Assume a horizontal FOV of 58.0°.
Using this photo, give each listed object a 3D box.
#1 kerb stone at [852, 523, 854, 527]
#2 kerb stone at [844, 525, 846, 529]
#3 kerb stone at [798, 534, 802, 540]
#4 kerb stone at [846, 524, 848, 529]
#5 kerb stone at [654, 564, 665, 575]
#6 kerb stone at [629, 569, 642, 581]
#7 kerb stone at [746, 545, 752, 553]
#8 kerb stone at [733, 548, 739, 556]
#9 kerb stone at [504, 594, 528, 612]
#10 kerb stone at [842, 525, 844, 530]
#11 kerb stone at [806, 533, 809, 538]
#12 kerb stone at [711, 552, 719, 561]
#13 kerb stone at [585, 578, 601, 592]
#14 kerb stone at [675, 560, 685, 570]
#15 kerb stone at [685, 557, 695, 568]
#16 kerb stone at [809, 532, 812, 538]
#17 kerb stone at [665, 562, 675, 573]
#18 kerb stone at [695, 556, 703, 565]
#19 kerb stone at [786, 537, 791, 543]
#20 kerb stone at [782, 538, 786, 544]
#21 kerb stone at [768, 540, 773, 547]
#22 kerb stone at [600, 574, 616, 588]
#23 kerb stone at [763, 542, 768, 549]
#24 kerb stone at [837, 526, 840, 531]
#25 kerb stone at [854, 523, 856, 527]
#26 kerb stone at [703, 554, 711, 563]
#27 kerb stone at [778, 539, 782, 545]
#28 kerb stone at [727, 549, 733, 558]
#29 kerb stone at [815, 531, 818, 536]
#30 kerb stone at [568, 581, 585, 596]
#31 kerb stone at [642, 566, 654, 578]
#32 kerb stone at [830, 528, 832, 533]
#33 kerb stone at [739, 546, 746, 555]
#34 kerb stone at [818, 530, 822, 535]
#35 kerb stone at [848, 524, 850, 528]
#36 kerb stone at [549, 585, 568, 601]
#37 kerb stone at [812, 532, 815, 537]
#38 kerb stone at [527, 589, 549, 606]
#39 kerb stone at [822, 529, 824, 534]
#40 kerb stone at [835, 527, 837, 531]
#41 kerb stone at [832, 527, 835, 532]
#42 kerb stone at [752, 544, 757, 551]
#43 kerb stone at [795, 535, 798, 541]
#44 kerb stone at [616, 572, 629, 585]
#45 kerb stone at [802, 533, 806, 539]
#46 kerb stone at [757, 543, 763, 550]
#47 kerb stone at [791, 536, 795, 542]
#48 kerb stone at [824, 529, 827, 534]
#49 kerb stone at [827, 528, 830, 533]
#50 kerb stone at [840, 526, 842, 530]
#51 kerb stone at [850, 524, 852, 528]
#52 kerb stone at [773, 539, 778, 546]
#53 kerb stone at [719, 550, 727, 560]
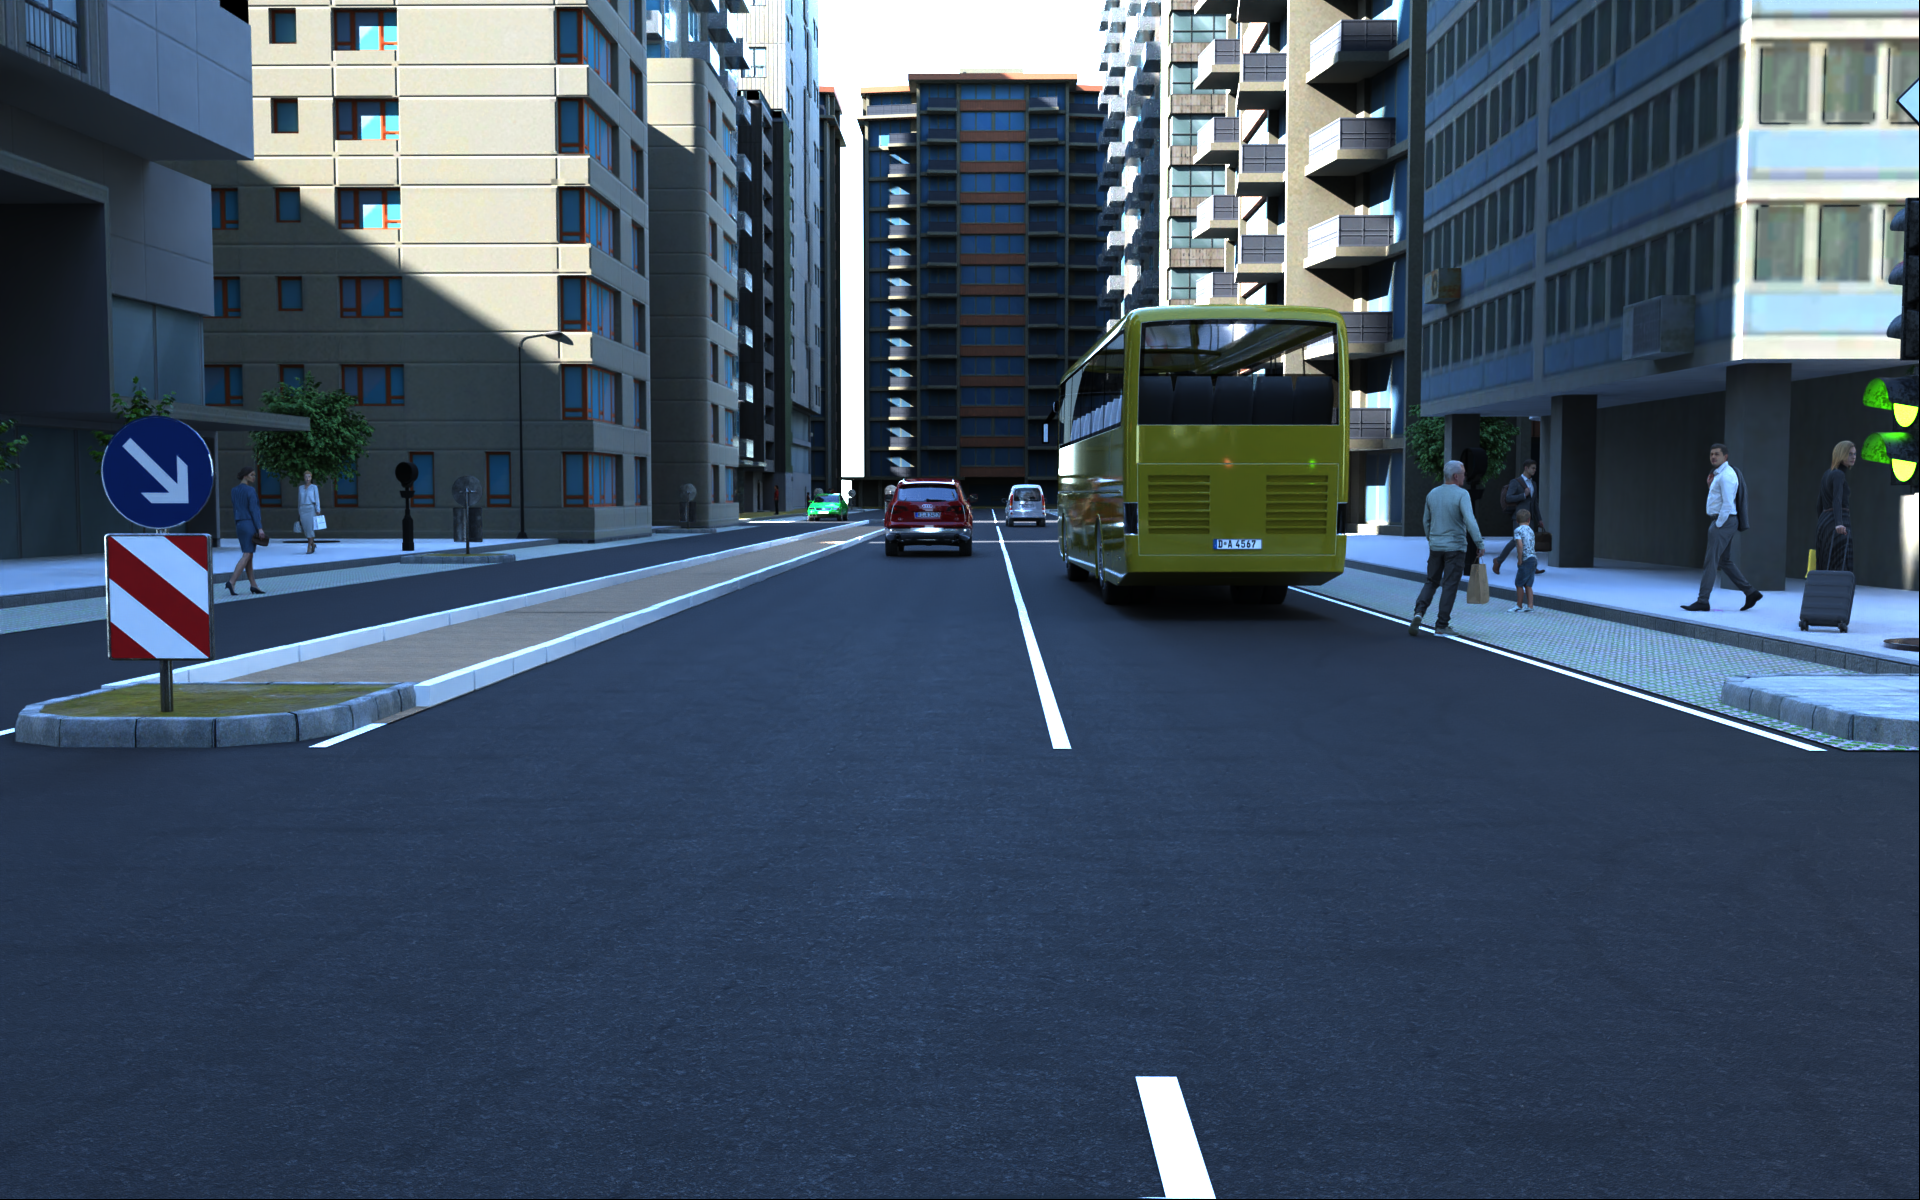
[{"bbox_3d":[-4.714,-3.146,73.647,0.120,0.150,1.000,0,4,1],"label":"kerb stone"},{"bbox_3d":[-4.773,-2.895,69.533,0.120,0.150,1.000,0,4,1],"label":"kerb stone"},{"bbox_3d":[-5.039,-1.881,53.151,0.120,0.150,1.000,0,4,1],"label":"kerb stone"},{"bbox_3d":[-4.750,-2.959,70.568,0.120,0.150,1.000,0,4,1],"label":"kerb stone"},{"bbox_3d":[-5.402,-0.512,30.576,0.120,0.150,1.000,0,4,1],"label":"kerb stone"},{"bbox_3d":[-5.436,-0.385,28.528,0.120,0.150,1.000,0,4,1],"label":"kerb stone"},{"bbox_3d":[-5.225,-1.203,41.861,0.120,0.150,1.000,0,4,1],"label":"kerb stone"},{"bbox_3d":[-5.259,-1.077,39.806,0.120,0.150,1.000,0,4,1],"label":"kerb stone"},{"bbox_3d":[-5.554,0.053,21.362,0.120,0.150,1.000,0,4,1],"label":"kerb stone"},{"bbox_3d":[-4.793,-2.830,68.511,0.120,0.150,1.000,0,4,1],"label":"kerb stone"},{"bbox_3d":[-5.002,-2.015,55.204,0.120,0.150,1.000,0,4,1],"label":"kerb stone"},{"bbox_3d":[-5.301,-0.887,36.736,0.120,0.150,1.000,0,4,1],"label":"kerb stone"},{"bbox_3d":[-5.482,-0.199,25.451,0.120,0.150,1.000,0,4,1],"label":"kerb stone"},{"bbox_3d":[-5.371,-0.638,32.627,0.120,0.150,1.000,0,4,1],"label":"kerb stone"},{"bbox_3d":[-5.351,-0.694,33.649,0.120,0.150,1.000,0,4,1],"label":"kerb stone"},{"bbox_3d":[-4.991,-2.081,56.226,0.120,0.150,1.000,0,4,1],"label":"kerb stone"},{"bbox_3d":[-5.388,-0.575,31.598,0.120,0.150,1.000,0,4,1],"label":"kerb stone"},{"bbox_3d":[-5.333,-0.764,34.679,0.120,0.150,1.000,0,4,1],"label":"kerb stone"},{"bbox_3d":[-5.088,-1.704,50.061,0.120,0.150,1.000,0,4,1],"label":"kerb stone"},{"bbox_3d":[-5.107,-1.642,49.036,0.120,0.150,1.000,0,4,1],"label":"kerb stone"},{"bbox_3d":[-5.165,-1.454,45.964,0.120,0.150,1.000,0,4,1],"label":"kerb stone"},{"bbox_3d":[-5.472,-0.262,26.473,0.120,0.150,1.000,0,4,1],"label":"kerb stone"},{"bbox_3d":[-5.169,-1.390,44.936,0.120,0.150,1.000,0,4,1],"label":"kerb stone"},{"bbox_3d":[-4.824,-2.708,66.467,0.120,0.150,1.000,0,4,1],"label":"kerb stone"},{"bbox_3d":[-4.688,-3.209,74.669,0.120,0.150,1.000,0,4,1],"label":"kerb stone"},{"bbox_3d":[-5.323,-0.826,35.706,0.120,0.150,1.000,0,4,1],"label":"kerb stone"},{"bbox_3d":[-5.120,-1.579,48.014,0.120,0.150,1.000,0,4,1],"label":"kerb stone"},{"bbox_3d":[-5.274,-1.010,38.783,0.120,0.150,1.000,0,4,1],"label":"kerb stone"},{"bbox_3d":[-4.959,-2.207,58.279,0.120,0.150,1.000,0,4,1],"label":"kerb stone"},{"bbox_3d":[-5.498,-0.137,24.429,0.120,0.150,1.000,0,4,1],"label":"kerb stone"},{"bbox_3d":[-5.415,-0.450,29.550,0.120,0.150,1.000,0,4,1],"label":"kerb stone"},{"bbox_3d":[-4.876,-2.519,63.391,0.120,0.150,1.000,0,4,1],"label":"kerb stone"},{"bbox_3d":[-5.237,-1.140,40.834,0.120,0.150,1.000,0,4,1],"label":"kerb stone"},{"bbox_3d":[-4.926,-2.266,59.302,0.120,0.150,1.000,0,4,1],"label":"kerb stone"},{"bbox_3d":[-4.745,-3.017,71.595,0.120,0.150,1.000,0,4,1],"label":"kerb stone"},{"bbox_3d":[-5.518,-0.074,23.407,0.120,0.150,1.000,0,4,1],"label":"kerb stone"},{"bbox_3d":[-4.976,-2.144,57.257,0.120,0.150,1.000,0,4,1],"label":"kerb stone"},{"bbox_3d":[-5.531,-0.009,22.385,0.120,0.150,1.000,0,4,1],"label":"kerb stone"},{"bbox_3d":[-4.921,-2.331,60.324,0.120,0.150,1.000,0,4,1],"label":"kerb stone"},{"bbox_3d":[-4.847,-2.645,65.441,0.120,0.150,1.000,0,4,1],"label":"kerb stone"},{"bbox_3d":[-4.849,-2.582,64.417,0.120,0.150,1.000,0,4,1],"label":"kerb stone"},{"bbox_3d":[-5.205,-1.265,42.883,0.120,0.150,1.000,0,4,1],"label":"kerb stone"},{"bbox_3d":[-5.056,-1.822,52.116,0.120,0.150,1.000,0,4,1],"label":"kerb stone"},{"bbox_3d":[-5.456,-0.324,27.499,0.120,0.150,1.000,0,4,1],"label":"kerb stone"},{"bbox_3d":[-5.021,-1.956,54.176,0.120,0.150,1.000,0,4,1],"label":"kerb stone"},{"bbox_3d":[-5.191,-1.328,43.911,0.120,0.150,1.000,0,4,1],"label":"kerb stone"},{"bbox_3d":[-5.073,-1.767,51.093,0.120,0.150,1.000,0,4,1],"label":"kerb stone"},{"bbox_3d":[-4.901,-2.392,61.346,0.120,0.150,1.000,0,4,1],"label":"kerb stone"},{"bbox_3d":[-4.889,-2.457,62.369,0.120,0.150,1.000,0,4,1],"label":"kerb stone"},{"bbox_3d":[-4.807,-2.770,67.489,0.120,0.150,1.000,0,4,1],"label":"kerb stone"},{"bbox_3d":[-4.723,-3.078,72.617,0.120,0.150,1.000,0,4,1],"label":"kerb stone"},{"bbox_3d":[-5.134,-1.516,46.989,0.120,0.150,1.000,0,4,1],"label":"kerb stone"},{"bbox_3d":[-5.281,-0.946,37.761,0.120,0.150,1.000,0,4,1],"label":"kerb stone"}]
